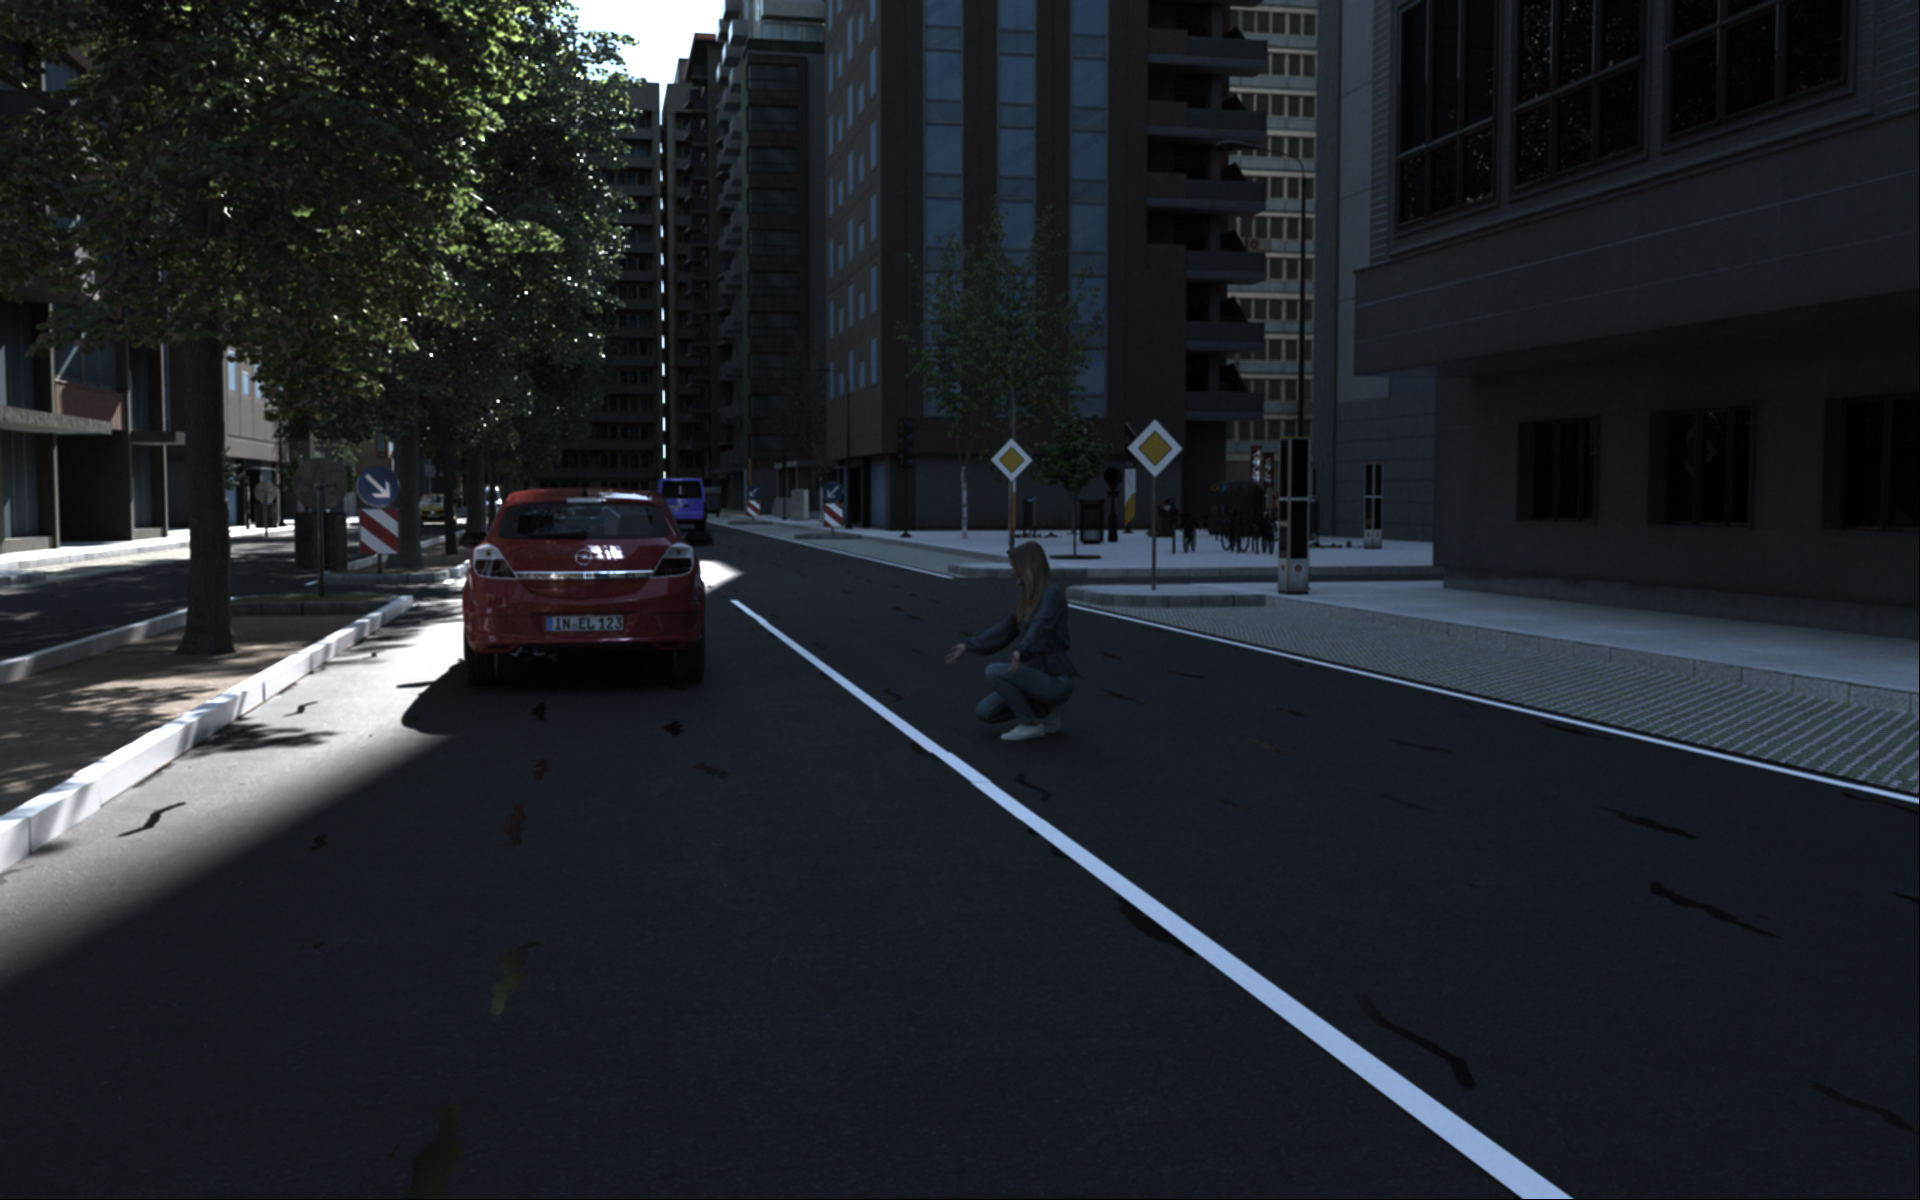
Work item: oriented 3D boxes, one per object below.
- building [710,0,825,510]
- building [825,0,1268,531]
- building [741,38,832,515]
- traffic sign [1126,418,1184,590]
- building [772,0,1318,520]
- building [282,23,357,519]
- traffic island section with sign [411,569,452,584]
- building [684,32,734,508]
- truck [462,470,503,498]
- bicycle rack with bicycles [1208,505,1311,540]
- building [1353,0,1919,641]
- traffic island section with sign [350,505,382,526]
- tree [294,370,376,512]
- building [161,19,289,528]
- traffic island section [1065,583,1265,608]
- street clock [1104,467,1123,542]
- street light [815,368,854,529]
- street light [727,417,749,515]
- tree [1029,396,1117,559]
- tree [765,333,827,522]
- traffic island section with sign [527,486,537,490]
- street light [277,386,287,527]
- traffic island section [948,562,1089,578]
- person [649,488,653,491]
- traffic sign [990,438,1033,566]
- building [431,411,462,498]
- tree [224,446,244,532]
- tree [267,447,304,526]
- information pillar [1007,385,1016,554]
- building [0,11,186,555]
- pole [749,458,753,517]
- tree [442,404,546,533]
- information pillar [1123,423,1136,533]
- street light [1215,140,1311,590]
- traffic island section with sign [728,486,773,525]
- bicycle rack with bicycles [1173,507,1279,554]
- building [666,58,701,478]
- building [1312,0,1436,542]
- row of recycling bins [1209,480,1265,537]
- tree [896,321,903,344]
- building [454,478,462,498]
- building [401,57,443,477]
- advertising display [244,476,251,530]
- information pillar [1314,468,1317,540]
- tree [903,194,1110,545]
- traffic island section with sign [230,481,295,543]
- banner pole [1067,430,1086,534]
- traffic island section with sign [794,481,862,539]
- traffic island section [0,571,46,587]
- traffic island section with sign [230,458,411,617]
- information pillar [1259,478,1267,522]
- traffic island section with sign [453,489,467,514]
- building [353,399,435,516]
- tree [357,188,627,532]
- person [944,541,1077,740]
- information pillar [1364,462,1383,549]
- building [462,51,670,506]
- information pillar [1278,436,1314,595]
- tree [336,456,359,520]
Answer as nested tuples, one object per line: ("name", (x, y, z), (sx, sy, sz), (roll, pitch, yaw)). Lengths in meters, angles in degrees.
("building", (-7.523, -31.687, 137.696), (23.786, 49.044, 30.456), (-1, 4, -12))
("building", (2.572, -25.489, 66.856), (14.600, 45.320, 14.200), (-1, 4, -12))
("building", (-7.581, -21.000, 115.049), (14.160, 30.474, 14.107), (-1, 4, -12))
("traffic sign", (2.586, -1.189, 23.084), (0.795, 2.450, 0.064), (-1, 4, -12))
("building", (6.325, -24.684, 95.469), (32.217, 40.220, 23.993), (-1, 4, -12))
("building", (-40.327, -24.904, 90.779), (14.154, 41.232, 14.086), (-1, 4, -12))
("traffic island section with sign", (-9.451, -1.240, 28.413), (2.006, 1.907, 1.989), (-1, 4, -12))
("building", (-14.921, -31.309, 166.523), (22.147, 44.769, 28.867), (-1, 4, -12))
("truck", (-32.172, -7.528, 118.999), (3.469, 3.379, 9.791), (-1, 4, -13))
("bicycle rack with bicycles", (8.161, -2.073, 47.284), (2.852, 0.926, 2.925), (0, 4, -1))
("building", (14.909, -11.643, 9.436), (14.314, 24.678, 30.058), (-1, 4, -12))
("traffic island section with sign", (-26.364, -4.251, 78.139), (1.989, 1.847, 2.006), (-1, 4, -12))
("tree", (-30.129, -8.108, 82.921), (4.360, 8.622, 3.978), (0, 3, 0))
("building", (-35.715, -25.622, 69.038), (14.600, 45.320, 14.200), (-1, 4, -12))
("traffic island section", (2.607, -0.054, 23.166), (2.009, 0.180, 2.903), (-1, 4, -12))
("street clock", (4.107, -2.565, 46.500), (0.471, 2.002, 0.358), (3, 5, 44))
("street light", (-4.656, -5.594, 64.000), (1.470, 5.913, 1.316), (-1, 4, -12))
("street light", (-13.350, -8.069, 104.471), (1.470, 5.913, 1.316), (-1, 4, -12))
("tree", (2.161, -2.441, 34.515), (1.663, 3.219, 1.824), (0, 3, 0))
("tree", (-6.517, -7.827, 78.328), (4.360, 8.622, 3.978), (0, 3, 0))
("traffic island section with sign", (-25.193, -5.734, 101.891), (2.006, 1.907, 1.989), (-1, 4, -12))
("street light", (-26.042, -5.827, 67.815), (1.470, 5.913, 1.316), (-1, 4, -12))
("traffic island section", (0.935, -0.532, 30.974), (2.009, 0.180, 2.903), (-1, 4, -12))
("person", (-16.020, -4.933, 89.998), (0.563, 1.720, 0.643), (-2, 4, -31))
("traffic sign", (0.914, -1.667, 30.892), (0.795, 2.450, 0.064), (-1, 4, -12))
("building", (-55.351, -29.531, 166.426), (14.086, 41.232, 14.154), (-1, 4, -12))
("tree", (-25.021, -3.895, 58.285), (1.663, 3.219, 1.824), (0, 3, 0))
("tree", (-27.228, -4.676, 71.050), (1.663, 3.219, 1.824), (0, 3, 0))
("information pillar", (1.122, -2.800, 37.139), (0.183, 3.616, 0.504), (0, 4, -5))
("building", (-31.146, -23.563, 39.885), (22.147, 44.769, 28.867), (-1, 4, -12))
("pole", (-11.788, -6.342, 97.538), (0.158, 3.312, 0.155), (0, 3, 0))
("tree", (-15.745, -6.386, 57.226), (4.737, 8.622, 4.395), (0, 3, 0))
("information pillar", (5.564, -3.996, 56.690), (0.183, 3.616, 0.504), (-2, 4, -32))
("street light", (4.034, -3.088, 23.034), (1.470, 5.913, 1.316), (-1, 4, -12))
("traffic island section with sign", (-9.920, -4.465, 81.624), (1.989, 1.847, 2.006), (-1, 4, -12))
("bicycle rack with bicycles", (5.727, -1.511, 38.089), (2.852, 0.926, 2.925), (0, 4, 8))
("building", (-23.175, -35.145, 198.320), (21.600, 48.544, 21.300), (-1, 4, -12))
("building", (26.420, -30.845, 46.323), (28.212, 58.520, 21.231), (-1, 4, -12))
("row of recycling bins", (8.552, -2.834, 53.453), (1.069, 1.692, 3.534), (-1, 4, -8))
("tree", (0.163, -6.010, 48.633), (4.737, 8.622, 4.395), (0, 3, 0))
("building", (-67.882, -30.697, 193.774), (23.993, 40.220, 32.217), (-1, 4, -12))
("building", (-56.263, -33.579, 138.261), (28.713, 52.752, 27.495), (-1, 4, -12))
("advertising display", (-25.589, -3.486, 62.206), (0.123, 1.923, 0.974), (-1, 4, -19))
("information pillar", (9.689, -2.665, 48.064), (0.304, 2.012, 0.304), (2, 4, 35))
("tree", (1.543, -5.697, 43.501), (4.737, 8.622, 4.395), (0, 3, 0))
("traffic island section with sign", (-20.674, -2.624, 51.530), (1.989, 1.847, 2.006), (-1, 4, -12))
("banner pole", (3.787, -4.013, 55.623), (0.401, 3.779, 0.863), (3, 5, 44))
("traffic island section with sign", (-4.263, -2.853, 55.267), (1.989, 1.847, 2.006), (-1, 4, -12))
("traffic island section", (-15.829, -0.313, 27.404), (2.009, 0.180, 2.903), (-1, 4, -12))
("traffic island section with sign", (-7.910, -0.797, 21.168), (2.006, 1.907, 1.989), (-1, 4, -12))
("information pillar", (13.895, -4.587, 79.496), (0.304, 2.012, 0.304), (-1, 4, -21))
("traffic island section with sign", (-36.992, -7.283, 127.709), (1.989, 1.847, 2.006), (-1, 4, -12))
("building", (-49.682, -16.318, 111.839), (27.650, 21.520, 28.899), (-1, 4, -12))
("tree", (-17.724, -9.326, 65.303), (12.009, 13.543, 11.850), (0, 3, 0))
("person", (0.338, 0.236, 10.138), (0.738, 1.151, 1.012), (0, 4, -8))
("information pillar", (9.644, -2.197, 40.415), (0.304, 2.012, 0.304), (-2, 4, -32))
("building", (-44.416, -34.864, 193.721), (21.600, 48.544, 21.300), (-1, 4, -12))
("information pillar", (4.284, -1.084, 22.214), (0.304, 2.012, 0.304), (-1, 4, -15))
("tree", (-30.810, -5.677, 87.417), (1.663, 3.219, 1.824), (0, 3, 0))
